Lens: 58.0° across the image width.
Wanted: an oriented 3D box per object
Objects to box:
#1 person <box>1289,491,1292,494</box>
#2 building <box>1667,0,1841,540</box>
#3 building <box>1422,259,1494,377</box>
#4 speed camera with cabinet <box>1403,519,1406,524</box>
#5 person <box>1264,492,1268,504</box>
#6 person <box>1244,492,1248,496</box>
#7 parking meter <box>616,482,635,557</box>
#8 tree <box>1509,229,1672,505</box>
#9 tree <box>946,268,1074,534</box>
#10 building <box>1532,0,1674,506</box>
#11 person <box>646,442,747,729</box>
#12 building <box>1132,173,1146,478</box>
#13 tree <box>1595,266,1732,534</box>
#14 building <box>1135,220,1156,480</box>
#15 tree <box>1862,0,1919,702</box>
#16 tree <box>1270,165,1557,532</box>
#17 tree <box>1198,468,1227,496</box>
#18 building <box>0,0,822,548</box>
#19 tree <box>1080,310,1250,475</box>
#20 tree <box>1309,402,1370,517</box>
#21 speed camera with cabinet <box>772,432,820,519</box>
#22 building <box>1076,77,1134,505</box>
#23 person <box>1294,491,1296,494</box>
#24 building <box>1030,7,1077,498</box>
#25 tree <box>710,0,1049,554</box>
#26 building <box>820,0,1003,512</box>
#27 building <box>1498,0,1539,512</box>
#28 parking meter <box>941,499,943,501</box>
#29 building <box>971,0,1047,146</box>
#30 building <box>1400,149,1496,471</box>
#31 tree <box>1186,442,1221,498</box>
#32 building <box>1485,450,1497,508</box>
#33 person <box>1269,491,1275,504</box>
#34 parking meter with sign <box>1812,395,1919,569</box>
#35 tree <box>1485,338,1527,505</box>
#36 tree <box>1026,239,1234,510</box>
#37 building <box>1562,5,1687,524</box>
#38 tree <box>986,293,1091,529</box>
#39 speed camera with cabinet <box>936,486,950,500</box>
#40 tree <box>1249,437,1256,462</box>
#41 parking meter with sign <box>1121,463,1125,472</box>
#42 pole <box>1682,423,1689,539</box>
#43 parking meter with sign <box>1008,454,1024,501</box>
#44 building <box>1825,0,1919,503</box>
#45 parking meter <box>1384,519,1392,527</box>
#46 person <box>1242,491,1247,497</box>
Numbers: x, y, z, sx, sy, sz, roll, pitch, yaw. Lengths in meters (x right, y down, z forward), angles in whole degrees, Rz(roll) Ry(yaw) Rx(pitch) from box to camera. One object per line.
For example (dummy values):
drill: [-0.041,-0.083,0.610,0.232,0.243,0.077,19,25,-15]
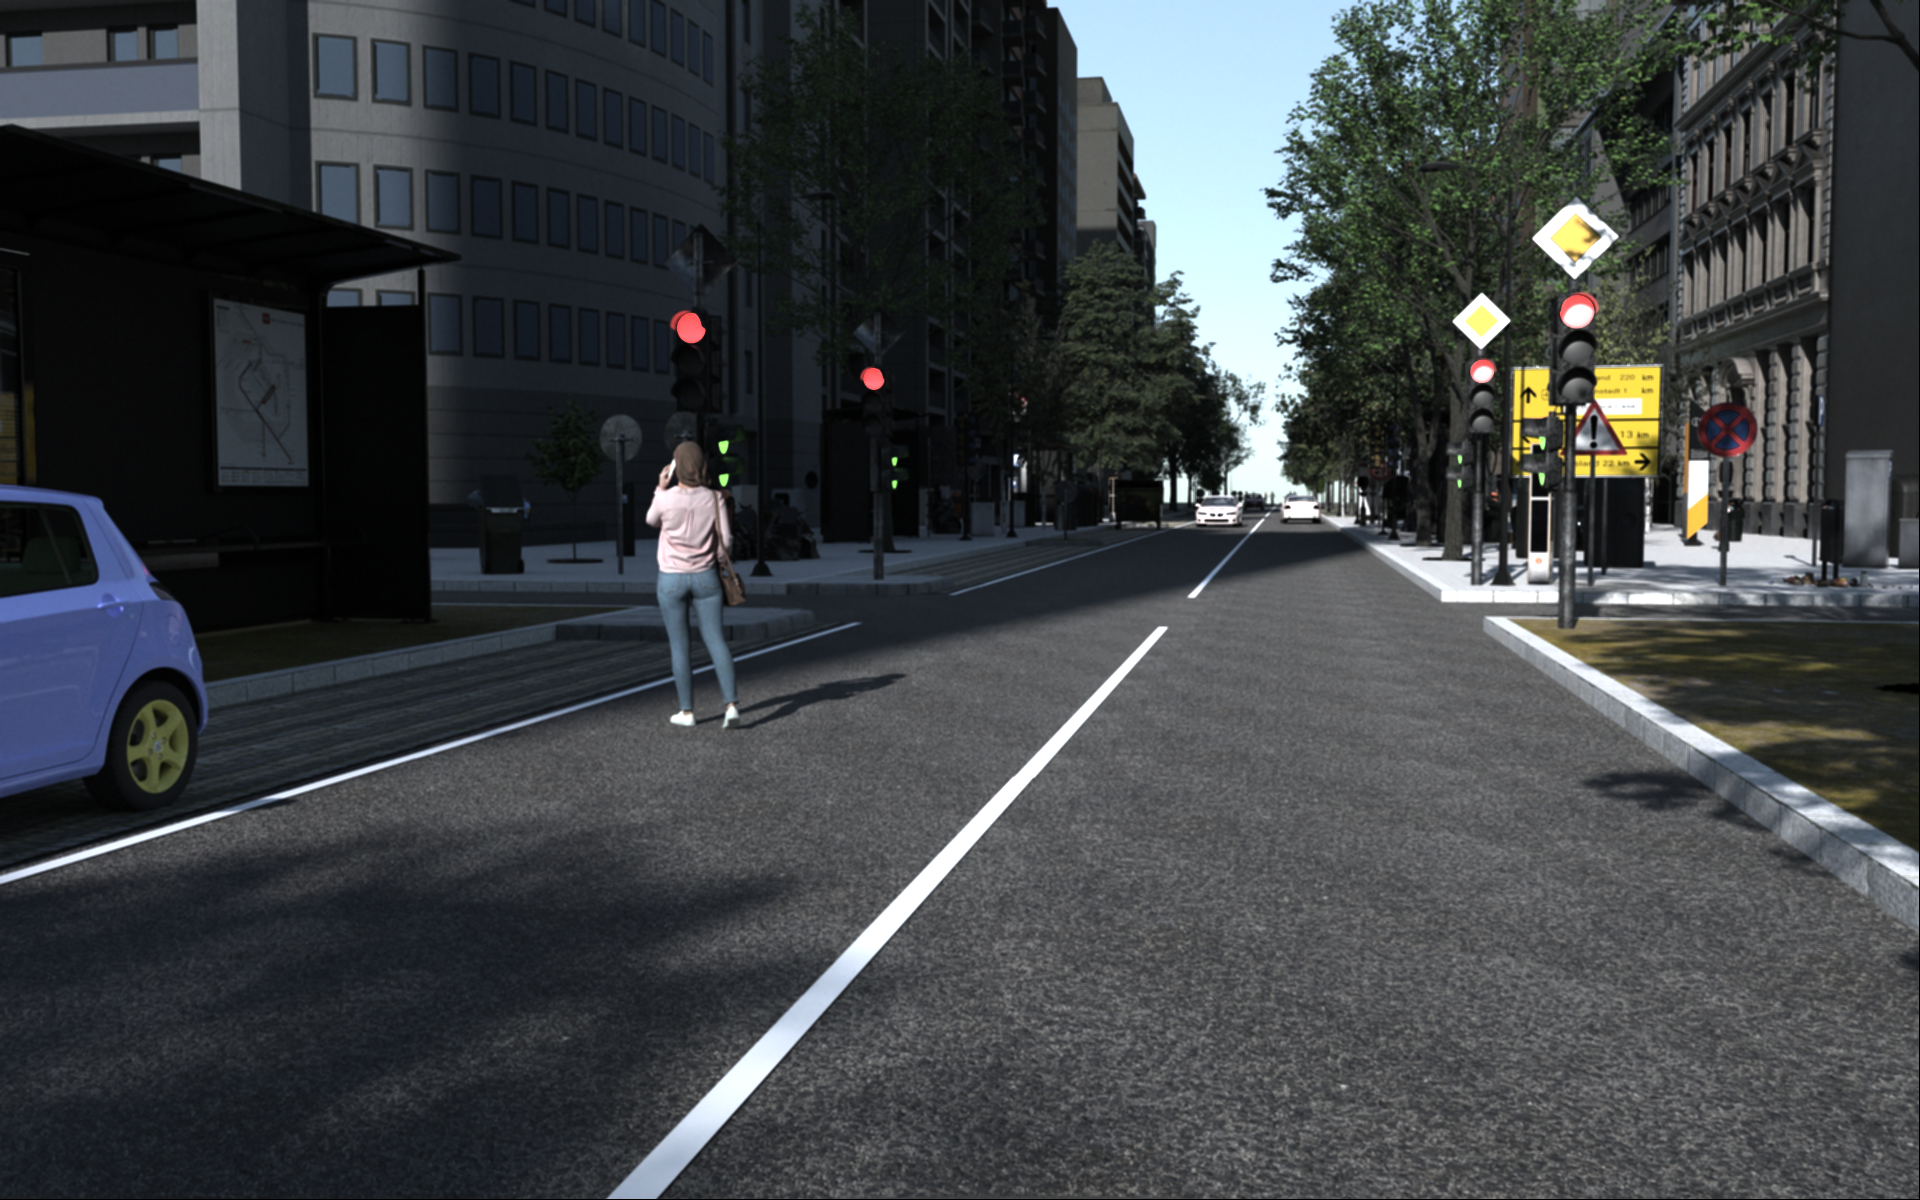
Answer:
person: [44.188,-13.643,231.641,1.350,1.814,0.705,0,4,6]
building: [30.343,-13.869,55.643,11.050,23.489,19.941,1,4,11]
building: [60.601,-26.287,201.491,14.160,30.474,14.107,1,4,11]
speed camera with cabinet: [18.128,-4.552,68.753,0.660,3.252,2.038,2,4,27]
person: [43.942,-14.623,248.120,0.750,1.759,0.617,3,5,45]
person: [39.669,-14.058,239.163,1.217,1.723,0.721,-2,4,-24]
parking meter: [-6.890,-1.667,35.659,0.372,1.533,0.369,0,3,0]
tree: [17.730,-6.014,48.687,4.737,8.622,4.395,0,3,0]
tree: [1.464,-6.434,55.561,4.737,8.622,4.395,0,3,0]
building: [42.525,-25.869,106.546,14.154,41.232,14.086,1,4,11]
person: [-1.587,-0.093,10.616,0.593,1.750,0.643,-1,4,-20]
building: [13.214,-35.339,232.424,22.147,44.769,28.867,1,4,11]
tree: [22.263,-6.437,55.603,4.360,8.622,3.978,0,3,0]
building: [20.973,-34.819,252.887,14.154,41.232,14.086,1,4,11]
tree: [6.570,-5.183,10.492,9.928,11.665,9.643,0,3,0]
tree: [15.489,-8.668,58.725,9.611,12.733,9.660,0,3,0]
tree: [28.164,-12.846,193.740,4.285,4.588,4.351,0,3,0]
building: [-18.145,-31.229,52.597,21.231,58.520,28.212,1,4,11]
tree: [12.337,-12.468,114.218,12.009,13.543,11.850,0,3,0]
tree: [21.344,-8.858,95.189,4.360,8.622,3.978,0,3,0]
speed camera with cabinet: [-5.138,-3.761,55.825,2.038,3.252,0.660,2,4,35]
building: [9.083,-35.672,206.934,21.300,48.544,21.600,1,4,11]
person: [46.078,-14.060,238.519,1.348,1.807,0.705,0,4,-4]
building: [2.991,-31.139,159.233,14.600,45.320,14.200,1,4,11]
tree: [-1.796,-6.844,37.651,9.928,11.665,9.643,0,3,0]
building: [-7.979,-41.300,113.507,20.563,71.187,20.611,1,4,11]
building: [45.247,-28.756,120.274,14.600,45.320,14.200,1,4,11]
parking meter: [-1.108,-5.691,98.751,0.255,1.863,0.399,-1,4,-18]
building: [-5.110,-29.619,138.901,22.147,44.769,28.867,1,4,11]
building: [67.278,-34.697,221.913,22.147,44.769,28.867,1,4,11]
tree: [23.960,-13.685,174.115,4.360,8.622,3.978,0,3,0]
building: [53.200,-50.651,140.821,22.319,86.520,31.000,1,4,11]
person: [43.370,-14.192,240.620,0.705,1.814,1.350,-2,4,-29]
parking meter with sign: [15.790,-2.069,30.087,1.738,3.016,0.543,2,4,35]
tree: [20.649,-7.161,67.450,4.360,8.622,3.978,0,3,0]
tree: [7.835,-10.964,85.911,9.857,13.997,8.962,0,3,0]
building: [37.303,-15.956,79.940,14.314,24.678,30.058,1,4,11]
tree: [3.021,-6.882,62.885,4.360,8.622,3.978,0,3,0]
speed camera with cabinet: [-1.264,-5.543,84.969,0.660,3.252,2.038,-2,4,-32]
tree: [33.327,-19.237,224.893,12.009,13.543,11.850,0,3,0]
parking meter with sign: [9.075,-6.126,96.424,0.543,3.016,1.738,1,4,18]
pole: [20.827,-3.409,49.582,0.158,3.312,0.155,0,3,0]
parking meter with sign: [2.335,-4.800,74.745,0.543,3.016,1.738,1,4,15]
building: [33.857,-14.900,37.117,24.014,27.812,14.314,1,4,11]
parking meter: [16.610,-3.753,67.080,0.255,1.863,0.399,3,5,43]
person: [34.120,-12.125,207.270,0.750,1.759,0.617,0,4,4]
